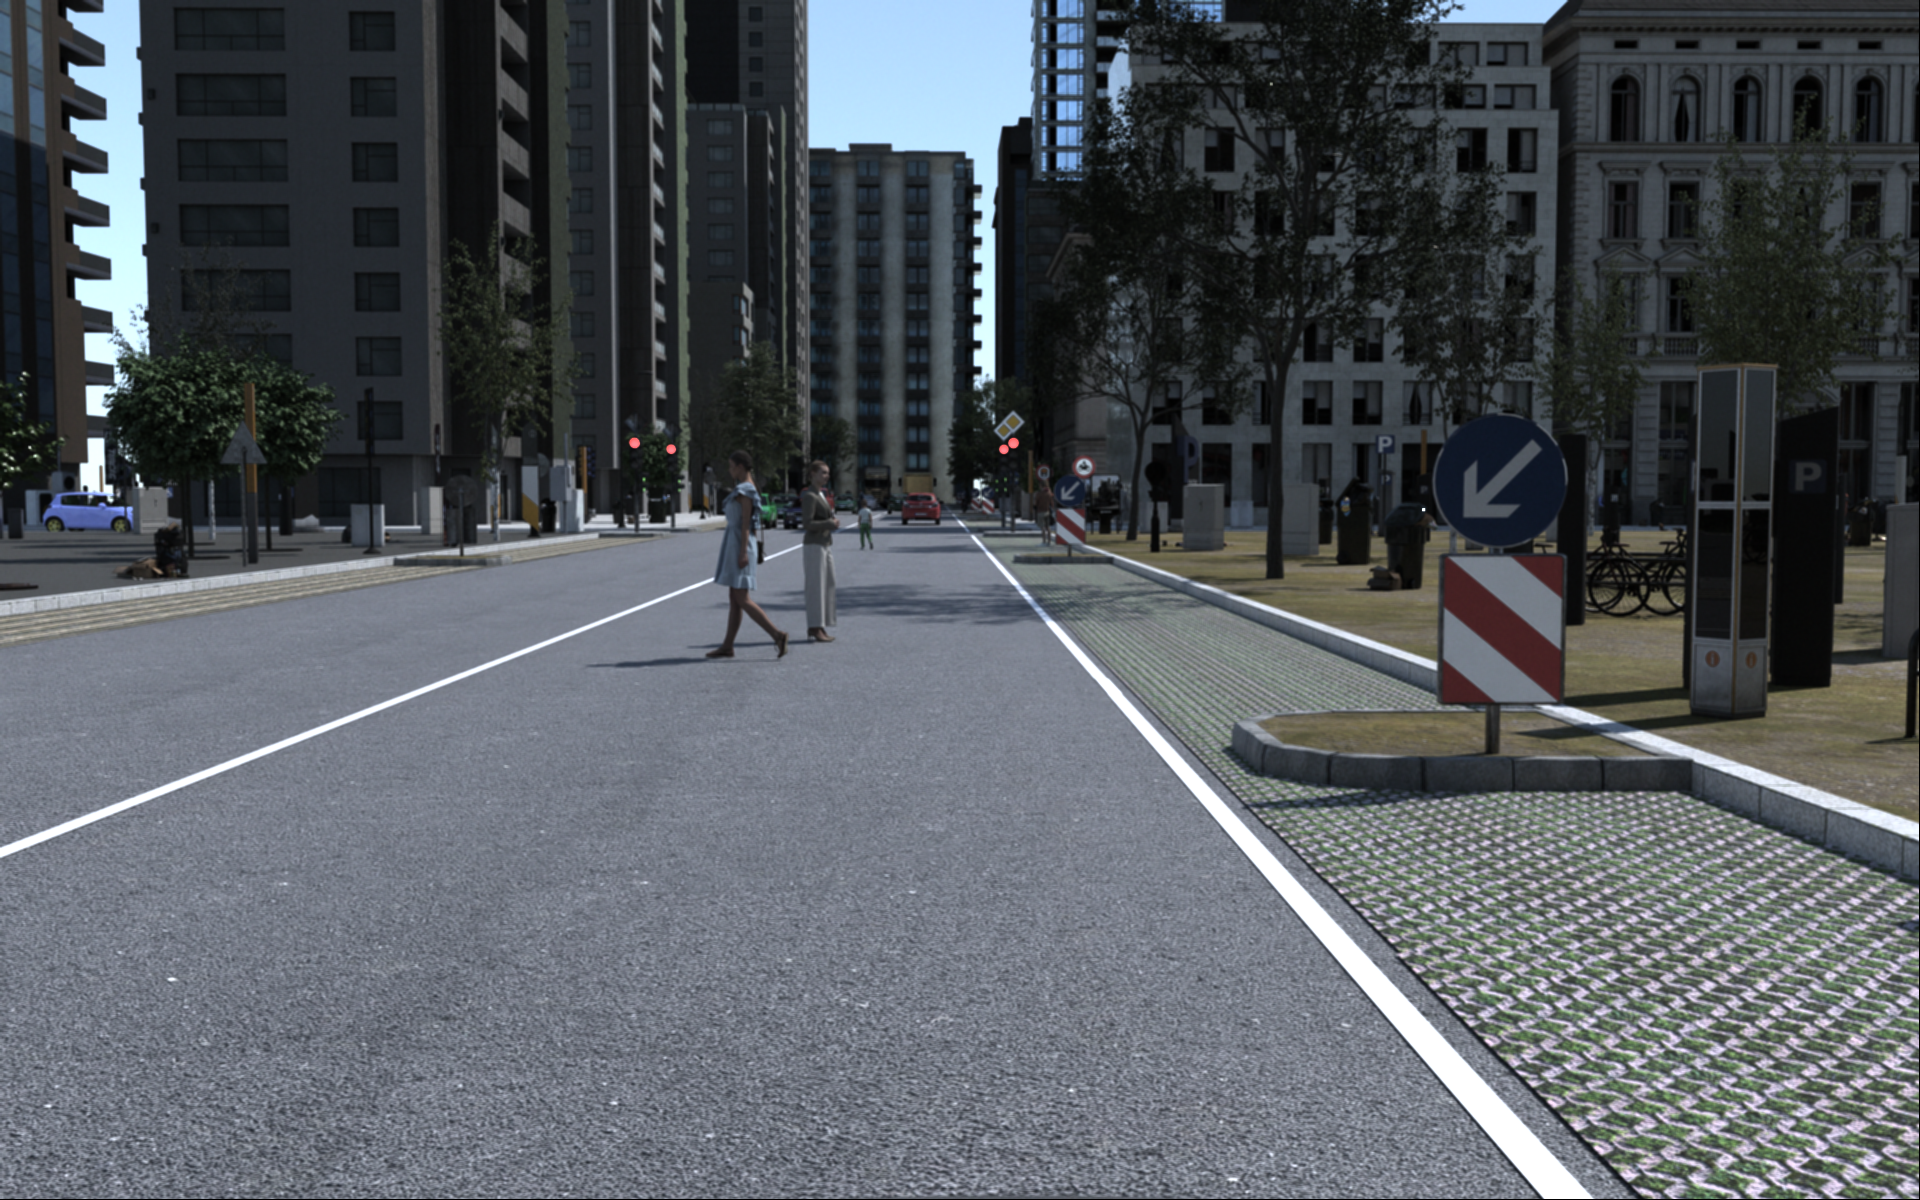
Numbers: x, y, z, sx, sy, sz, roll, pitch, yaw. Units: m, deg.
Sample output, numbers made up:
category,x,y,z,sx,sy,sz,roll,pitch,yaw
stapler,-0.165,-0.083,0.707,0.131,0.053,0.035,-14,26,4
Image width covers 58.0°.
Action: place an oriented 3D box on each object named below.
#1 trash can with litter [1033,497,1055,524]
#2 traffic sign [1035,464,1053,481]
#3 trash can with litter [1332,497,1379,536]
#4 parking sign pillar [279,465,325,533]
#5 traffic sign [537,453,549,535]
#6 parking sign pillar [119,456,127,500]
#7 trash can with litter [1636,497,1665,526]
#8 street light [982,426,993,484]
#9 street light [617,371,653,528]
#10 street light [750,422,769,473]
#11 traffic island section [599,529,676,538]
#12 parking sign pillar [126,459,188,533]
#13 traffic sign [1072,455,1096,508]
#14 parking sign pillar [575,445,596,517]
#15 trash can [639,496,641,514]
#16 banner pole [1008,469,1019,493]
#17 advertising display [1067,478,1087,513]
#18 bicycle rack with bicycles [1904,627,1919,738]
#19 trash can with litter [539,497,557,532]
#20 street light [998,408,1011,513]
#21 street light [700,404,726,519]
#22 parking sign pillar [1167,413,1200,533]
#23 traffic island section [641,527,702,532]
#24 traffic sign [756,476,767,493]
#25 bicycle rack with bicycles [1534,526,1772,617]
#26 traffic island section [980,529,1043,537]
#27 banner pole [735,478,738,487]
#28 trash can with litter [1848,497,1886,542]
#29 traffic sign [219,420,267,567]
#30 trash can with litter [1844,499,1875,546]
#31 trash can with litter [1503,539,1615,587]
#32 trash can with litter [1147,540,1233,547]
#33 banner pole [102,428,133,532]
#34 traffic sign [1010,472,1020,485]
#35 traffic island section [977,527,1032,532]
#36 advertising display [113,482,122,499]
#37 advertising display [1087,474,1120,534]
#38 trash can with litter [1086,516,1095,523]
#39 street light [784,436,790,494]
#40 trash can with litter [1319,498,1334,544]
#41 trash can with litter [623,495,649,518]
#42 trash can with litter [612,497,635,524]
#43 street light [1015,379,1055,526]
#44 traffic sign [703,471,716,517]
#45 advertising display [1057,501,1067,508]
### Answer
category,x,y,z,sx,sy,sz,roll,pitch,yaw
trash can with litter,3.715,-3.909,75.303,1.055,1.170,0.624,1,4,23
traffic sign,3.549,-4.464,73.098,0.768,2.556,0.104,0,4,4
trash can with litter,12.777,-2.639,54.203,2.233,1.210,1.678,1,4,10
parking sign pillar,-21.948,-4.231,57.656,1.447,3.967,1.447,1,4,15
traffic sign,-13.042,-3.261,53.423,0.768,2.556,0.104,1,4,8
parking sign pillar,-53.666,-7.515,111.345,1.447,3.967,1.447,1,4,10
trash can with litter,27.342,-3.497,68.567,1.055,1.170,0.624,2,4,30
street light,2.389,-8.873,117.613,1.470,5.913,1.316,0,4,-1
street light,-12.331,-5.700,65.742,1.470,5.913,1.316,0,4,-1
street light,-13.051,-8.548,112.306,1.470,5.913,1.316,0,4,-1
traffic island section,-10.837,-2.186,58.021,2.009,0.180,2.903,0,4,-1
parking sign pillar,-26.398,-4.215,57.389,1.447,3.967,1.447,2,4,23
traffic sign,4.077,-3.476,56.945,0.768,2.556,0.104,0,4,3
parking sign pillar,-20.809,-6.544,95.471,1.447,3.967,1.447,1,4,9
trash can,-19.759,-5.733,105.384,0.748,1.137,0.748,0,3,0
banner pole,2.898,-6.762,100.575,0.401,3.779,0.863,2,4,25
advertising display,4.920,-3.961,69.974,0.974,1.923,0.123,1,4,18
bicycle rack with bicycles,6.200,0.313,8.273,2.925,0.926,2.852,-1,4,-9
trash can with litter,-13.972,-2.870,58.312,0.624,1.170,1.055,-2,4,-30
street light,2.729,-7.385,93.282,1.470,5.913,1.316,0,4,-1
street light,-12.717,-7.127,89.062,1.470,5.913,1.316,0,4,-1
parking sign pillar,7.525,-4.242,57.822,1.447,3.967,1.447,2,4,34
traffic island section,-10.954,-2.674,66.006,2.009,0.180,2.903,0,4,-1
traffic sign,-14.014,-7.464,122.148,0.768,2.556,0.104,0,4,5
bicycle rack with bicycles,7.450,-0.332,18.815,2.925,0.926,2.852,2,4,27
traffic island section,1.803,-2.197,58.201,2.009,0.180,2.903,0,4,-1
banner pole,-14.008,-7.247,108.506,0.401,3.779,0.863,0,4,5
trash can with litter,24.609,-2.229,47.507,1.678,1.210,2.233,-2,4,-30
traffic sign,-12.622,-1.865,30.493,0.884,2.594,0.081,0,4,7
trash can with litter,21.968,-1.916,42.716,0.624,1.170,1.055,-2,4,-32
trash can with litter,8.067,-0.785,23.898,2.233,1.210,1.678,0,4,4
trash can with litter,5.697,-1.932,42.644,2.233,1.210,1.678,0,4,1
banner pole,-28.243,-4.161,58.052,0.863,3.779,0.401,0,4,-7
traffic sign,3.001,-5.923,96.939,0.768,2.556,0.104,0,4,1
traffic island section,1.686,-2.685,66.185,2.009,0.180,2.903,0,4,-1
advertising display,-45.281,-5.374,93.080,0.123,1.923,0.974,-1,4,-9
advertising display,4.660,-3.083,55.623,0.974,1.923,0.123,-1,4,-9
trash can with litter,5.585,-4.051,77.620,1.055,1.170,0.624,2,4,35
street light,-13.247,-10.000,136.037,1.470,5.913,1.316,0,4,-1
trash can with litter,9.202,-2.022,44.444,0.624,1.170,1.055,0,4,-6
trash can with litter,-17.186,-4.926,91.595,2.233,1.210,1.678,0,4,3
trash can with litter,-14.357,-3.836,74.112,1.055,1.170,0.624,0,4,-4
street light,3.107,-5.950,69.828,1.470,5.913,1.316,0,4,-1
traffic sign,-13.726,-5.790,94.778,0.768,2.556,0.104,0,4,1
advertising display,5.434,-5.097,88.543,0.974,1.923,0.123,0,4,4
